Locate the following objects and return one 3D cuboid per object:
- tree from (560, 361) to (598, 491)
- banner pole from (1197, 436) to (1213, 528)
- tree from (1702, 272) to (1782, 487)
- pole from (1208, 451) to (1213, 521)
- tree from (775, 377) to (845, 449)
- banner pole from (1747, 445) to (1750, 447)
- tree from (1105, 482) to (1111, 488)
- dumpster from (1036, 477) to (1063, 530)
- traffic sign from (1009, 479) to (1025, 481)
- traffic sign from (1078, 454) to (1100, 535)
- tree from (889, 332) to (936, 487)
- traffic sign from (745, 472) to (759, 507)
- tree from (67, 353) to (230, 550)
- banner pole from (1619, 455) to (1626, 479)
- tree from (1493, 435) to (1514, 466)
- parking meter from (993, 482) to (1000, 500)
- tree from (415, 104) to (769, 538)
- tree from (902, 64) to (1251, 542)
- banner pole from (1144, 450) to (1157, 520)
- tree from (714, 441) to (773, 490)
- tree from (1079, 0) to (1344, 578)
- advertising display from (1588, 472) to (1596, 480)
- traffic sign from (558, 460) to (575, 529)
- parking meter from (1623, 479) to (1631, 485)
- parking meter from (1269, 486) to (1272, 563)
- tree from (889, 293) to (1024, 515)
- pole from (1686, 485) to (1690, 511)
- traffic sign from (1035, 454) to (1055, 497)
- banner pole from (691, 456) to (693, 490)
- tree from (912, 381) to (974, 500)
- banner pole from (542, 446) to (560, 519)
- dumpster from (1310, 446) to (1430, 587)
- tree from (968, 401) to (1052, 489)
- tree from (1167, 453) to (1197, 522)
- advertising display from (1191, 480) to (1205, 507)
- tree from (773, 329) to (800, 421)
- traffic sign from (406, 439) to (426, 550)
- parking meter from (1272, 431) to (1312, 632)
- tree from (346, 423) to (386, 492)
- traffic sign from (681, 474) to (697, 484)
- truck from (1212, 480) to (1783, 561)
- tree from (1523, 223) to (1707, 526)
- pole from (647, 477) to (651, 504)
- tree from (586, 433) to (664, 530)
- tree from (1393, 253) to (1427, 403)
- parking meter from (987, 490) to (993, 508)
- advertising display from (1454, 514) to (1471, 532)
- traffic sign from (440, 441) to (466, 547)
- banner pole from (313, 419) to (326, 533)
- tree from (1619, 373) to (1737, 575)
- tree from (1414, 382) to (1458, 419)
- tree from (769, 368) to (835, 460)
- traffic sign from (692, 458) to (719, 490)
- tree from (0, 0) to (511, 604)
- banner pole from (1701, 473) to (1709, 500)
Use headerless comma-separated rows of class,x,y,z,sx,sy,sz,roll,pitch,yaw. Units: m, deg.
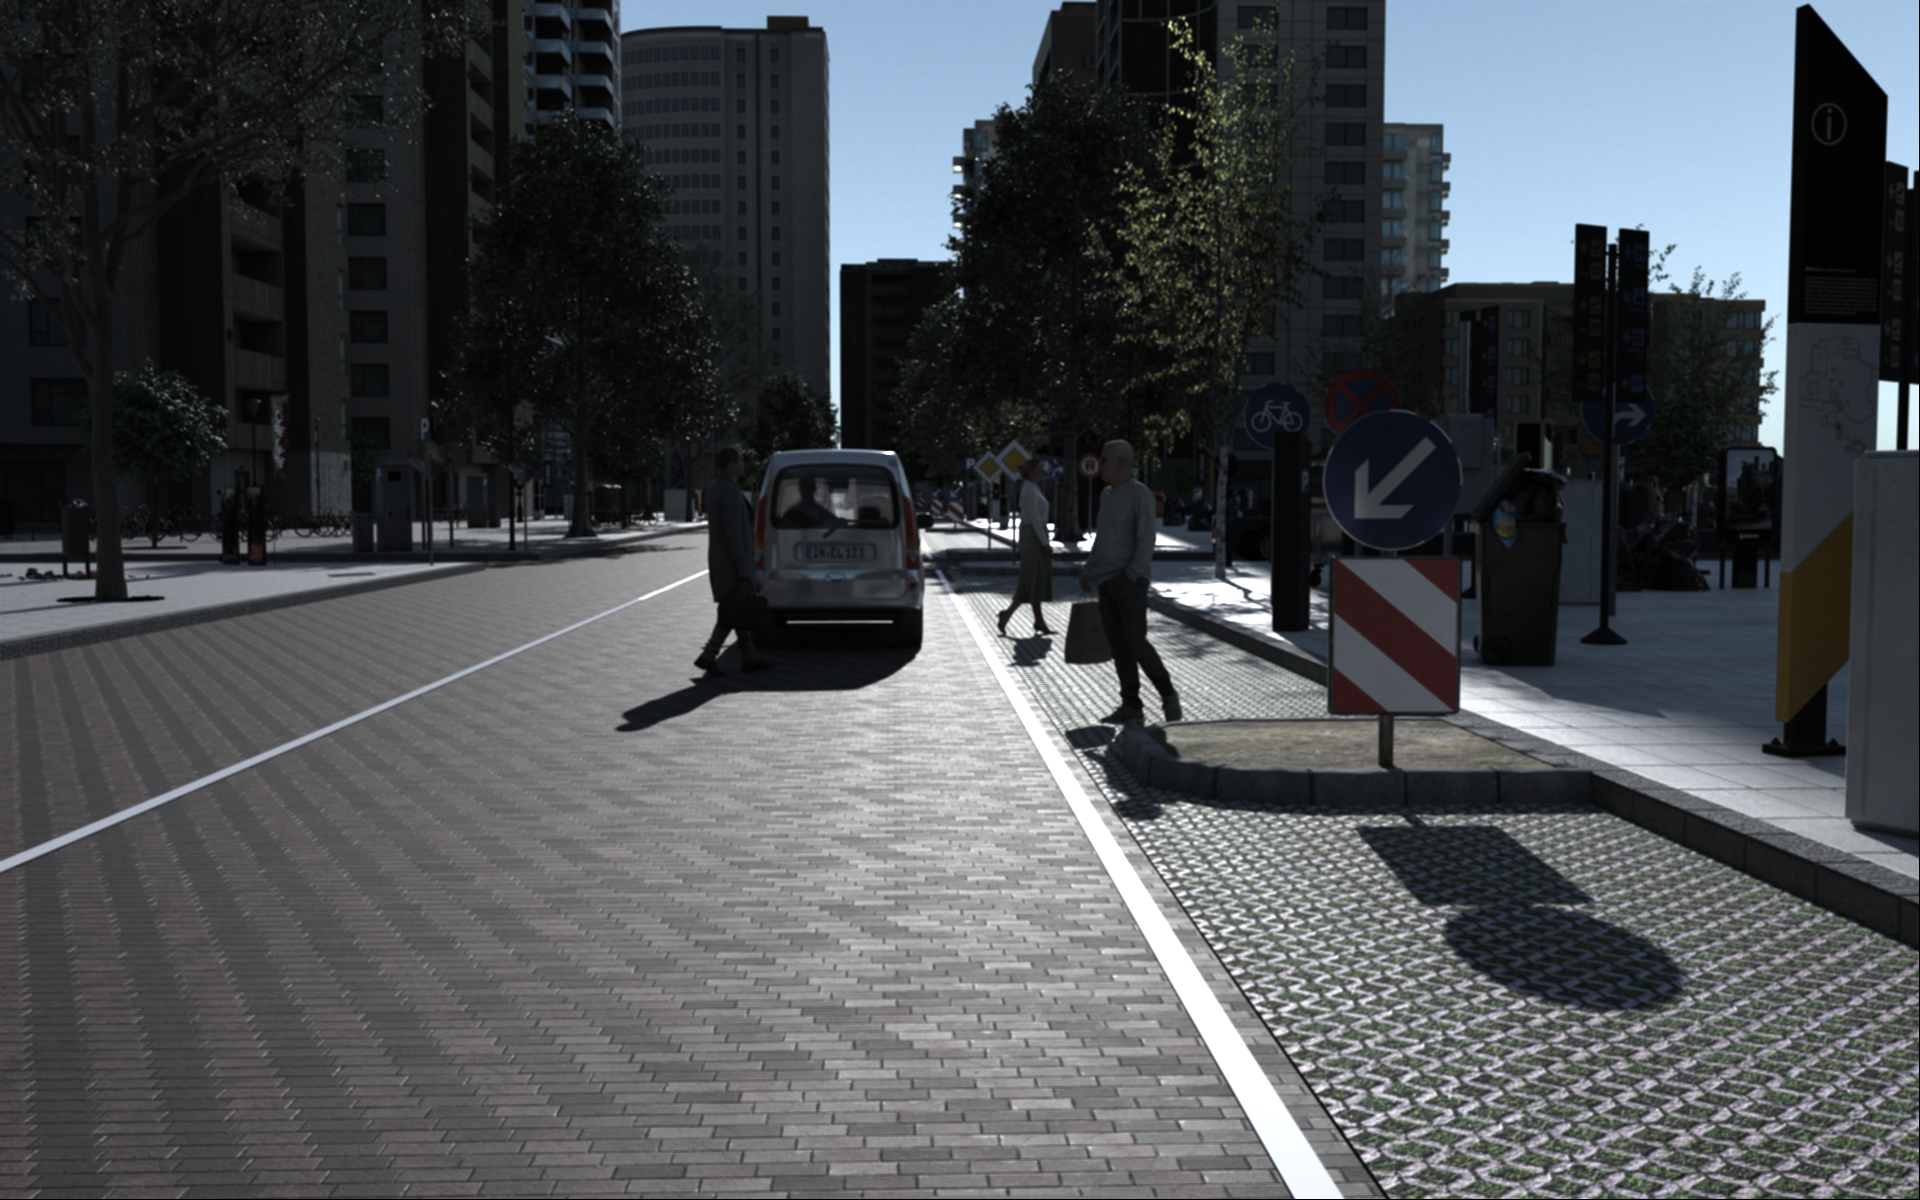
tree,-20.055,-8.810,94.404,4.737,8.622,4.395,0,3,0
banner pole,9.247,-4.606,65.320,0.401,3.779,0.863,-3,5,-41
tree,24.425,-6.512,56.830,4.737,8.622,4.395,0,3,0
pole,11.740,-5.336,81.094,0.158,3.312,0.155,0,3,0
tree,-17.092,-17.134,186.788,9.857,13.997,8.962,0,3,0
banner pole,40.616,-6.040,88.767,0.863,3.779,0.401,0,4,3
tree,8.887,-6.352,98.457,1.663,3.219,1.824,0,3,0
dumpster,3.082,-3.389,61.173,1.264,1.857,1.865,0,4,-2
traffic sign,2.202,-4.296,70.241,0.884,2.594,0.081,0,4,4
traffic sign,4.091,-3.325,54.476,0.768,2.556,0.104,0,4,7
tree,-1.745,-20.600,192.705,12.611,20.169,13.585,0,3,0
traffic sign,-12.459,-6.337,103.611,0.884,2.594,0.081,0,4,8
tree,-19.021,-3.482,40.647,4.285,4.588,4.351,0,3,0
banner pole,37.385,-6.613,98.146,0.401,3.779,0.863,-2,4,-28
tree,29.705,-6.853,95.758,4.285,4.588,4.351,0,3,0
parking meter,1.770,-4.682,82.270,0.399,1.863,0.255,1,4,23
tree,-11.192,-8.212,51.277,9.611,12.733,9.660,0,3,0
tree,3.067,-7.919,46.488,9.611,12.733,9.660,0,3,0
banner pole,9.344,-5.860,85.836,0.863,3.779,0.401,1,4,22
tree,-13.874,-7.556,107.256,4.285,4.588,4.351,0,3,0
tree,3.945,-4.651,26.410,4.360,8.622,3.978,0,3,0
advertising display,18.713,-2.821,51.341,0.123,1.923,0.974,2,4,25
traffic sign,-13.138,-3.490,58.239,0.795,2.450,0.064,0,4,4
parking meter,25.769,-3.745,66.939,0.255,1.863,0.399,2,4,26
parking meter,5.942,-1.453,32.173,0.372,1.533,0.369,0,3,0
tree,0.398,-12.326,108.185,9.857,13.997,8.962,0,3,0
pole,35.426,-5.529,84.250,0.158,3.312,0.155,0,3,0
traffic sign,2.664,-3.383,55.424,0.768,2.556,0.104,0,4,2
banner pole,-17.330,-7.537,113.243,0.863,3.779,0.401,-3,4,-36
tree,-1.533,-15.873,177.655,7.486,12.596,7.792,0,3,0
banner pole,-21.089,-6.075,89.348,0.863,3.779,0.401,-1,4,-18
dumpster,5.399,-1.253,22.973,1.502,2.255,1.985,0,4,-2
tree,1.694,-8.437,88.300,4.360,8.622,3.978,0,3,0
tree,10.407,-5.256,80.536,1.663,3.219,1.824,0,3,0
advertising display,10.834,-4.501,78.805,0.123,1.923,0.974,-2,4,-24
tree,-12.188,-10.263,78.170,12.009,13.543,11.850,0,3,0
traffic sign,-12.299,-2.420,39.669,0.768,2.556,0.104,0,4,1
parking meter,3.120,-0.646,16.270,0.255,1.863,0.399,2,4,31
tree,-27.626,-5.773,78.106,4.285,4.588,4.351,0,3,0
traffic sign,-14.813,-5.791,94.686,0.884,2.594,0.081,0,4,7
truck,14.735,-2.799,35.525,18.799,4.110,2.967,0,4,0
tree,17.831,-5.970,47.980,4.737,8.622,4.395,0,3,0
pole,-19.393,-6.984,108.024,0.158,3.312,0.155,0,3,0
tree,-12.125,-4.813,62.403,4.285,4.588,4.351,0,3,0
tree,12.506,-6.310,53.537,4.360,8.622,3.978,0,3,0
parking meter,1.928,-6.247,110.543,0.372,1.533,0.369,0,3,0
advertising display,15.951,-3.064,55.315,0.974,1.923,0.123,-2,4,-30
traffic sign,-12.290,-2.550,41.798,0.768,2.556,0.104,0,4,6
banner pole,-21.230,-4.110,57.223,0.401,3.779,0.863,-1,4,-14
tree,11.454,-2.042,27.981,1.663,3.219,1.824,0,3,0
tree,31.730,-9.960,113.202,4.737,8.622,4.395,0,3,0
tree,-15.974,-14.728,157.803,9.611,12.733,9.660,0,3,0
traffic sign,-13.788,-6.286,96.646,2.265,3.308,0.079,0,4,1
tree,-10.327,-6.728,20.381,12.009,13.543,11.850,0,3,0
banner pole,32.980,-5.302,76.703,0.863,3.779,0.401,-3,4,-38
